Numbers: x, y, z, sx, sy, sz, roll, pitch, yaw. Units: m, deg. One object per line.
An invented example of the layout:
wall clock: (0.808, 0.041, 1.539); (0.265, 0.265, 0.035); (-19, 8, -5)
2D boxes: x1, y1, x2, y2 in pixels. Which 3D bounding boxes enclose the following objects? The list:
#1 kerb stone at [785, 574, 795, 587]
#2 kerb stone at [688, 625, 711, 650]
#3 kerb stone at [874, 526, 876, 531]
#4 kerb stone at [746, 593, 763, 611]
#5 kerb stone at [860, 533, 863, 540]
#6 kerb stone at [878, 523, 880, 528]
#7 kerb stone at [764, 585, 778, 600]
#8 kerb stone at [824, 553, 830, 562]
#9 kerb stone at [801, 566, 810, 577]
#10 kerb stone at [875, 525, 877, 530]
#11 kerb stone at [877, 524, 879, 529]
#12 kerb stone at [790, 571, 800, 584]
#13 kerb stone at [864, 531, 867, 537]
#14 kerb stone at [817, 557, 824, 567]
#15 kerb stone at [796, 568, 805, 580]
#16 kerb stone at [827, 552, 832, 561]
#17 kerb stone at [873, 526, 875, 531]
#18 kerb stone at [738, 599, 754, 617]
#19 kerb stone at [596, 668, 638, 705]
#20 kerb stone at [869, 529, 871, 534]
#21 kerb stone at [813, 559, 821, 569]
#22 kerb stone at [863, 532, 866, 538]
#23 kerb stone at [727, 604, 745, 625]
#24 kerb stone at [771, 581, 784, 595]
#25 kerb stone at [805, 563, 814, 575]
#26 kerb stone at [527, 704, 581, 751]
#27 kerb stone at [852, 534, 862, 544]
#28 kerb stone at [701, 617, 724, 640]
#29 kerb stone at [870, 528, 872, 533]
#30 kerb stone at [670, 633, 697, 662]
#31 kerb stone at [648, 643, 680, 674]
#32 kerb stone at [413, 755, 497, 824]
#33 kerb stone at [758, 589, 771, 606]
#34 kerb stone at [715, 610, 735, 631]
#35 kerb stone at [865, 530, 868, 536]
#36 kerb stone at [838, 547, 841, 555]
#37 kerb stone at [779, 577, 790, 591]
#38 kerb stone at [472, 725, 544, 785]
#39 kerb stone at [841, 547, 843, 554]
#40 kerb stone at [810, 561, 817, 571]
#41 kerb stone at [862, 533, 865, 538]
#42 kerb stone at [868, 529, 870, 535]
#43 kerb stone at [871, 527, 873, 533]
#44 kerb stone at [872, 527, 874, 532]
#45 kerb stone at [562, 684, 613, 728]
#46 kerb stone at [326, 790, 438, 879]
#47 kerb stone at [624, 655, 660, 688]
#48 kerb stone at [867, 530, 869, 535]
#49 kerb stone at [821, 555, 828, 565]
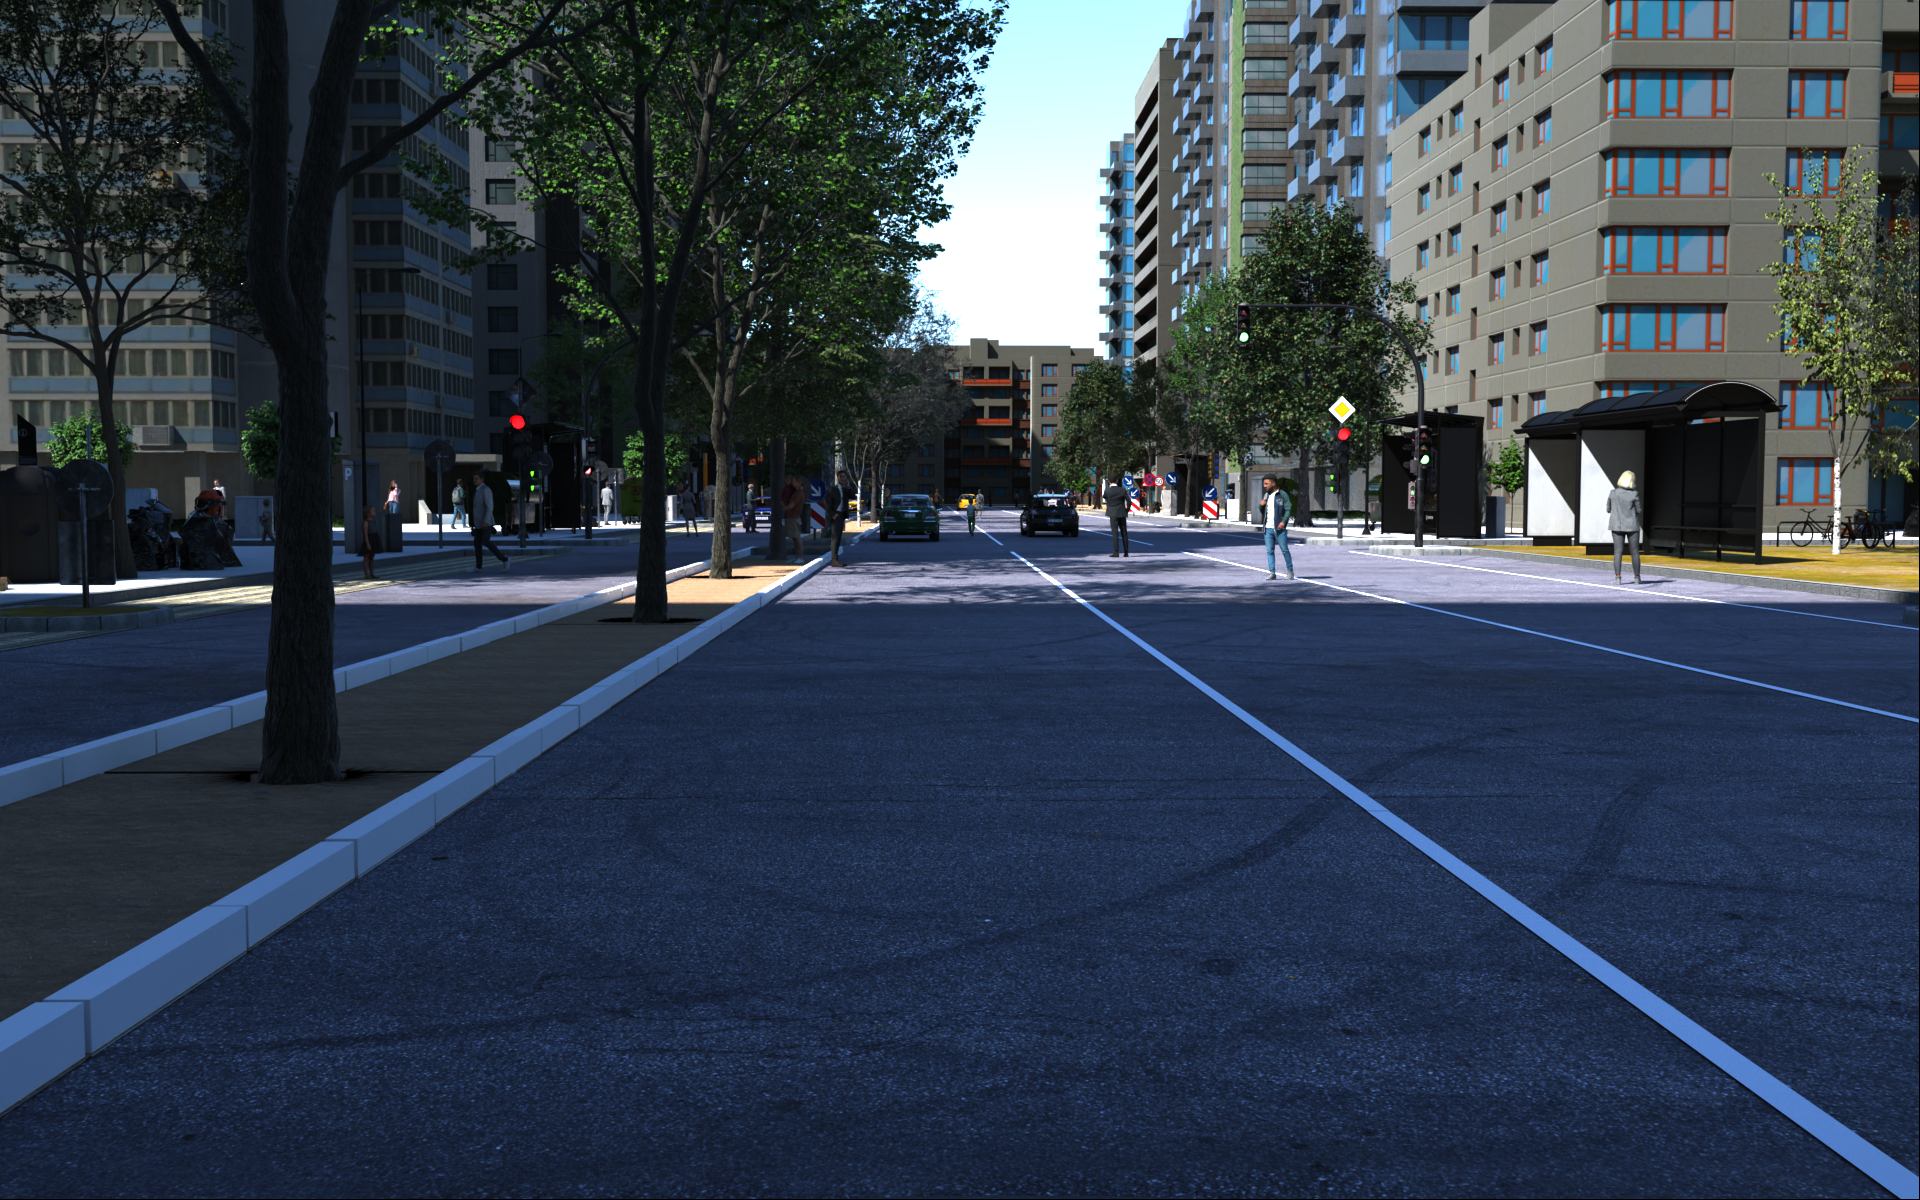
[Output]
kerb stone: (-2.649, -0.258, 26.409); (0.120, 0.150, 1.000); (0, 4, -1)
kerb stone: (-2.472, 0.372, 16.178); (0.120, 0.150, 1.000); (0, 4, -1)
kerb stone: (-3.317, -2.613, 64.927); (0.120, 0.150, 1.000); (0, 4, -1)
kerb stone: (-2.567, 0.055, 21.295); (0.120, 0.150, 1.000); (0, 4, -1)
kerb stone: (-3.096, -1.860, 52.600); (0.120, 0.150, 1.000); (0, 4, -1)
kerb stone: (-3.398, -2.926, 70.056); (0.120, 0.150, 1.000); (0, 4, -1)
kerb stone: (-2.598, -0.070, 23.344); (0.120, 0.150, 1.000); (0, 4, -1)
kerb stone: (-2.811, -0.819, 35.638); (0.120, 0.150, 1.000); (0, 4, -1)
kerb stone: (-2.697, -0.446, 29.489); (0.120, 0.150, 1.000); (0, 4, -1)
kerb stone: (-3.330, -2.676, 65.949); (0.120, 0.150, 1.000); (0, 4, -1)
kerb stone: (-3.362, -2.802, 68.010); (0.120, 0.150, 1.000); (0, 4, -1)
kerb stone: (-2.671, -0.321, 27.437); (0.120, 0.150, 1.000); (0, 4, -1)
kerb stone: (-3.157, -2.047, 55.681); (0.120, 0.150, 1.000); (0, 4, -1)
kerb stone: (-2.775, -0.695, 33.594); (0.120, 0.150, 1.000); (0, 4, -1)
kerb stone: (-2.688, -0.384, 28.466); (0.120, 0.150, 1.000); (0, 4, -1)
kerb stone: (-2.824, -0.880, 36.663); (0.120, 0.150, 1.000); (0, 4, -1)
kerb stone: (-3.288, -2.551, 63.905); (0.120, 0.150, 1.000); (0, 4, -1)
kerb stone: (-2.547, 0.118, 20.269); (0.120, 0.150, 1.000); (0, 4, -1)
kerb stone: (-2.407, 0.618, 12.086); (0.120, 0.150, 1.000); (0, 4, -1)
kerb stone: (-3.223, -2.298, 59.785); (0.120, 0.150, 1.000); (0, 4, -1)
kerb stone: (-2.755, -0.634, 32.566); (0.120, 0.150, 1.000); (0, 4, -1)
kerb stone: (-3.131, -1.983, 54.650); (0.120, 0.150, 1.000); (0, 4, -1)
kerb stone: (-2.529, 0.182, 19.247); (0.120, 0.150, 1.000); (0, 4, -1)
kerb stone: (-2.620, -0.132, 24.366); (0.120, 0.150, 1.000); (0, 4, -1)
kerb stone: (-2.717, -0.509, 30.523); (0.120, 0.150, 1.000); (0, 4, -1)
kerb stone: (-2.371, 0.751, 10.032); (0.120, 0.150, 1.000); (0, 4, -1)
kerb stone: (-3.080, -1.797, 51.569); (0.120, 0.150, 1.000); (0, 4, -1)
kerb stone: (-2.495, 0.307, 17.200); (0.120, 0.150, 1.000); (0, 4, -1)
kerb stone: (-3.241, -2.362, 60.812); (0.120, 0.150, 1.000); (0, 4, -1)
kerb stone: (-2.452, 0.431, 15.154); (0.120, 0.150, 1.000); (0, 4, -1)
kerb stone: (-2.441, 0.494, 14.131); (0.120, 0.150, 1.000); (0, 4, -1)
kerb stone: (-2.333, 0.875, 7.977); (0.120, 0.150, 1.000); (0, 4, -1)
kerb stone: (-2.571, -0.007, 22.317); (0.120, 0.150, 1.000); (0, 4, -1)
kerb stone: (-2.508, 0.245, 18.226); (0.120, 0.150, 1.000); (0, 4, -1)
kerb stone: (-3.169, -2.111, 56.708); (0.120, 0.150, 1.000); (0, 4, -1)
kerb stone: (-2.879, -1.072, 39.728); (0.120, 0.150, 1.000); (0, 4, -1)
kerb stone: (-2.626, -0.195, 25.388); (0.120, 0.150, 1.000); (0, 4, -1)
kerb stone: (-2.349, 0.807, 8.999); (0.120, 0.150, 1.000); (0, 4, -1)
kerb stone: (-2.898, -1.135, 40.750); (0.120, 0.150, 1.000); (0, 4, -1)
kerb stone: (-2.736, -0.572, 31.545); (0.120, 0.150, 1.000); (0, 4, -1)
kerb stone: (-3.112, -1.922, 53.622); (0.120, 0.150, 1.000); (0, 4, -1)
kerb stone: (-3.203, -2.234, 58.761); (0.120, 0.150, 1.000); (0, 4, -1)
kerb stone: (-3.255, -2.424, 61.834); (0.120, 0.150, 1.000); (0, 4, -1)
kerb stone: (-3.276, -2.483, 62.872); (0.120, 0.150, 1.000); (0, 4, -1)
kerb stone: (-2.384, 0.681, 11.054); (0.120, 0.150, 1.000); (0, 4, -1)
kerb stone: (-2.310, 0.933, 6.946); (0.120, 0.150, 1.000); (0, 4, -1)
kerb stone: (-2.427, 0.556, 13.109); (0.120, 0.150, 1.000); (0, 4, -1)
kerb stone: (-3.185, -2.174, 57.738); (0.120, 0.150, 1.000); (0, 4, -1)
kerb stone: (-2.784, -0.759, 34.616); (0.120, 0.150, 1.000); (0, 4, -1)
